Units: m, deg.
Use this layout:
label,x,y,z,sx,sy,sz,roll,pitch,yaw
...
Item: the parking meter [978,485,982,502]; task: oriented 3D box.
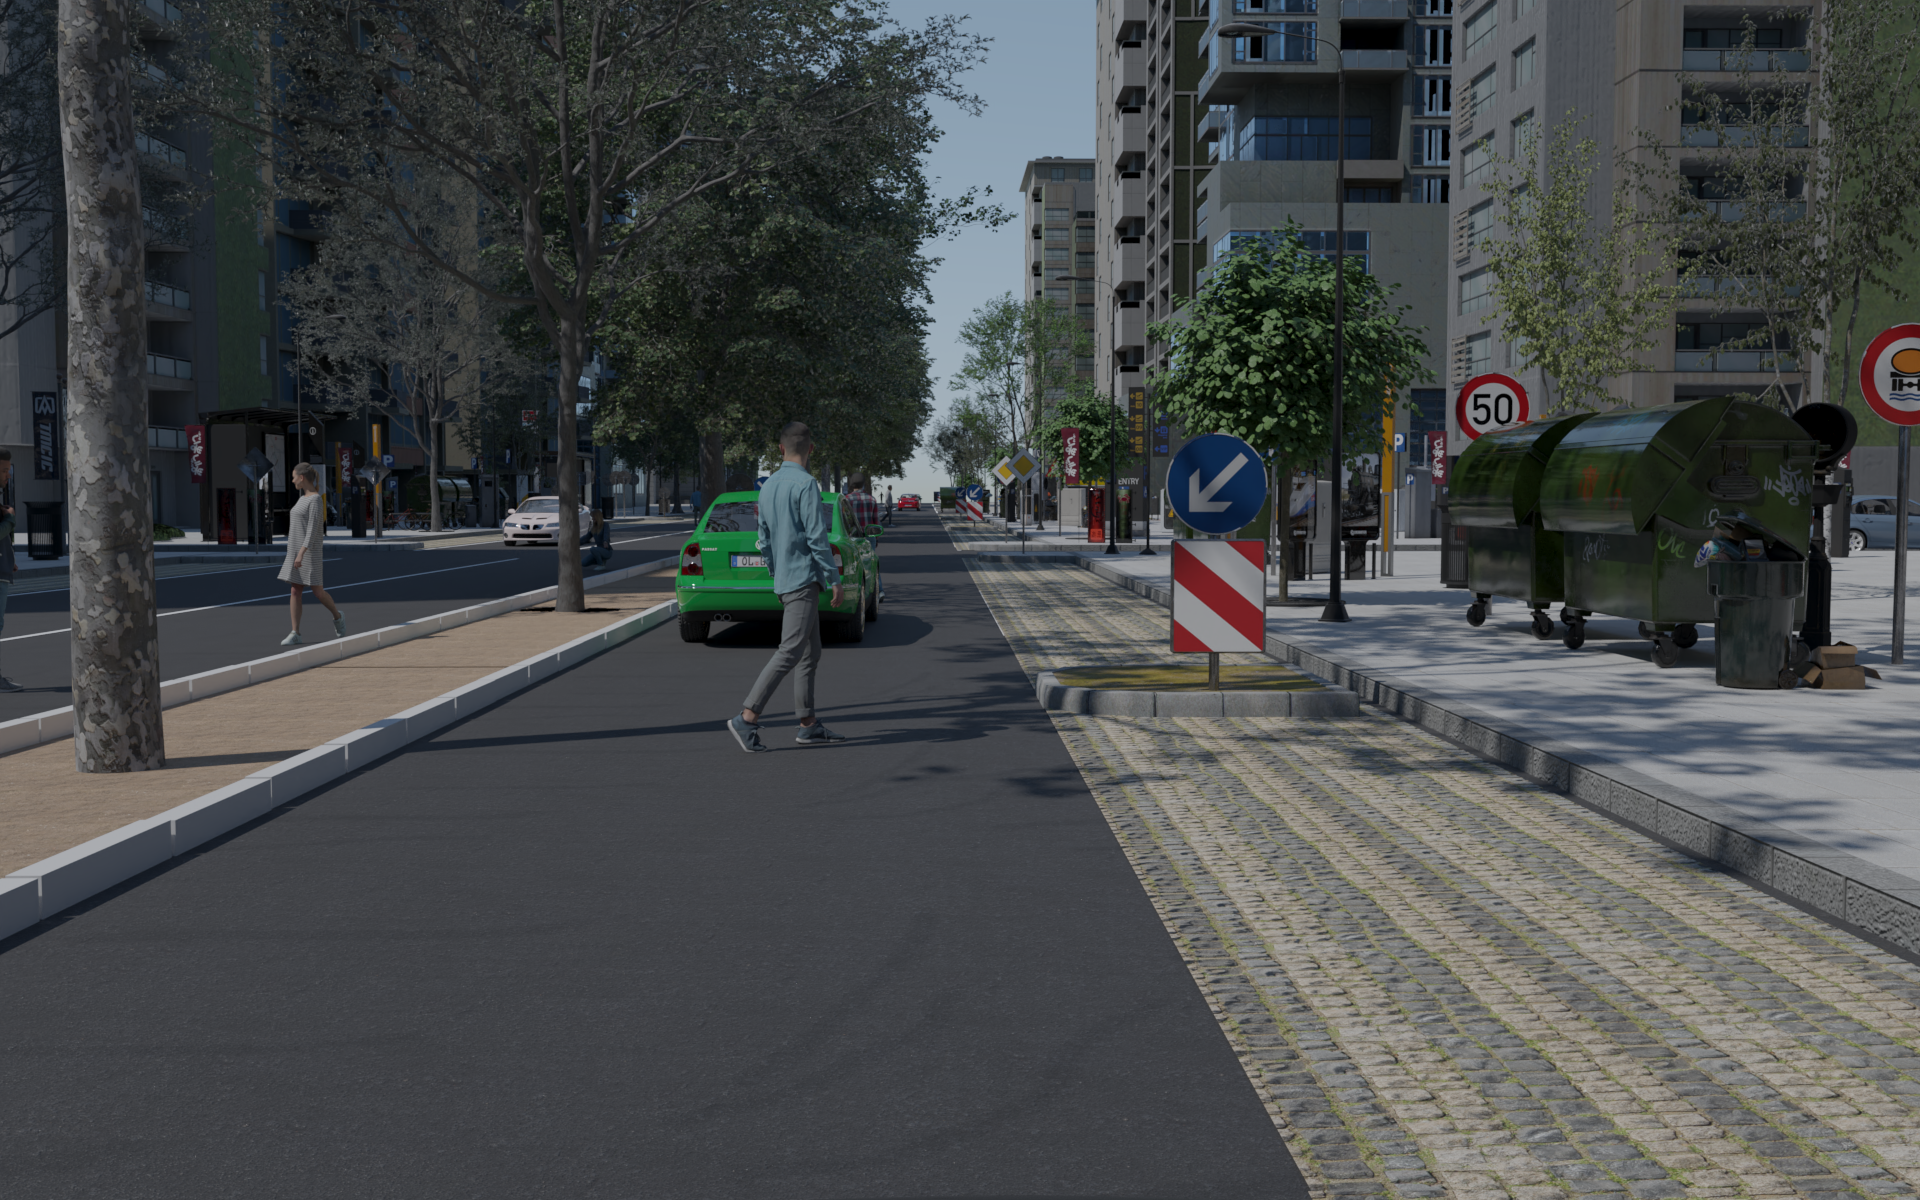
label,x,y,z,sx,sy,sz,roll,pitch,yaw
parking meter,1.358,-6.742,115.946,0.255,1.863,0.399,0,4,5

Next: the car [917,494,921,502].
label,x,y,z,sx,sy,sz,roll,pitch,yaw
car,-7.136,-16.453,277.796,1.959,1.807,4.718,0,4,-3

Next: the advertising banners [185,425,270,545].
label,x,y,z,sx,sy,sz,roll,pitch,yaw
advertising banners,-18.485,-2.905,43.678,2.074,3.025,0.090,0,4,1

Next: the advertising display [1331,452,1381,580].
label,x,y,z,sx,sy,sz,roll,pitch,yaw
advertising display,5.906,-1.262,25.843,0.974,1.923,0.123,-3,4,-37

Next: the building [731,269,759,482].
label,x,y,z,sx,sy,sz,roll,pitch,yaw
building,-39.145,-35.876,270.161,14.154,41.232,14.086,0,4,-1

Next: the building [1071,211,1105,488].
label,x,y,z,sx,sy,sz,roll,pitch,yaw
building,18.345,-24.889,178.630,14.160,30.474,14.107,0,4,-1

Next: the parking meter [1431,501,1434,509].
label,x,y,z,sx,sy,sz,roll,pitch,yaw
parking meter,17.274,-3.490,62.774,0.255,1.863,0.399,0,4,-7

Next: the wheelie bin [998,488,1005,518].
label,x,y,z,sx,sy,sz,roll,pitch,yaw
wheelie bin,2.521,-5.179,92.590,0.980,1.594,0.693,-2,4,-24

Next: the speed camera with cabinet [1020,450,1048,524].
label,x,y,z,sx,sy,sz,roll,pitch,yaw
speed camera with cabinet,3.183,-4.871,73.983,0.660,3.252,2.038,1,4,22

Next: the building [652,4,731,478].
label,x,y,z,sx,sy,sz,roll,pitch,yaw
building,-42.037,-49.737,251.448,20.563,71.187,20.611,0,4,-1

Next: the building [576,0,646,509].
label,x,y,z,sx,sy,sz,roll,pitch,yaw
building,-41.537,-51.963,162.265,22.319,86.520,31.000,0,4,-1

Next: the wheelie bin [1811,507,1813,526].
label,x,y,z,sx,sy,sz,roll,pitch,yaw
wheelie bin,36.100,-3.963,72.697,0.693,1.594,0.980,3,5,43

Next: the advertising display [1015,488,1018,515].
label,x,y,z,sx,sy,sz,roll,pitch,yaw
advertising display,3.676,-6.286,107.984,0.974,1.923,0.123,0,4,-2

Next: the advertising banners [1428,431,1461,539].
label,x,y,z,sx,sy,sz,roll,pitch,yaw
advertising banners,13.931,-3.152,47.718,2.074,3.025,0.090,1,4,9

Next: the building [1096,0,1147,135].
label,x,y,z,sx,sy,sz,roll,pitch,yaw
building,26.865,-34.710,156.742,28.713,52.752,27.495,0,4,-1

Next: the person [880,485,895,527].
label,x,y,z,sx,sy,sz,roll,pitch,yaw
person,-3.226,-4.159,76.344,0.795,1.843,0.661,0,4,3

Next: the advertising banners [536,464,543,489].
label,x,y,z,sx,sy,sz,roll,pitch,yaw
advertising banners,-24.265,-6.500,102.458,0.090,3.025,2.074,3,4,37

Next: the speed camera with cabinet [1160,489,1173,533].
label,x,y,z,sx,sy,sz,roll,pitch,yaw
speed camera with cabinet,7.635,-3.828,56.917,2.038,3.252,0.660,2,4,31

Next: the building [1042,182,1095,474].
label,x,y,z,sx,sy,sz,roll,pitch,yaw
building,17.718,-33.383,229.410,14.154,41.232,14.086,0,4,-1

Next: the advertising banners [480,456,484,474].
label,x,y,z,sx,sy,sz,roll,pitch,yaw
advertising banners,-21.852,-5.125,79.979,0.090,3.025,2.074,0,4,1

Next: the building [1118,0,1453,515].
label,x,y,z,sx,sy,sz,roll,pitch,yaw
building,22.071,-48.068,98.582,22.319,86.520,31.000,0,4,-1

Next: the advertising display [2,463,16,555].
label,x,y,z,sx,sy,sz,roll,pitch,yaw
advertising display,-19.987,-1.908,36.411,0.123,1.923,0.974,-1,4,-22

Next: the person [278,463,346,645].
label,x,y,z,sx,sy,sz,roll,pitch,yaw
person,-6.264,-0.454,16.676,0.466,1.731,0.760,1,4,17

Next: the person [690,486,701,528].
label,x,y,z,sx,sy,sz,roll,pitch,yaw
person,-10.982,-3.892,72.474,0.601,1.785,0.444,1,4,13

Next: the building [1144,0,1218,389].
label,x,y,z,sx,sy,sz,roll,pitch,yaw
building,23.503,-42.437,132.102,20.563,71.187,20.611,0,4,-1

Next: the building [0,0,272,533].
label,x,y,z,sx,sy,sz,roll,pitch,yaw
building,-34.251,-23.081,60.975,14.154,41.232,14.086,0,4,-1

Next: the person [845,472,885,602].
label,x,y,z,sx,sy,sz,roll,pitch,yaw
person,-1.300,-0.828,22.872,0.563,1.720,0.643,-2,4,-30

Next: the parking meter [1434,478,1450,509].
label,x,y,z,sx,sy,sz,roll,pitch,yaw
parking meter,15.686,-3.084,56.131,0.399,1.863,0.255,-1,4,-9

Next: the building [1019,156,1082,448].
label,x,y,z,sx,sy,sz,roll,pitch,yaw
building,24.046,-41.387,265.919,28.713,52.752,27.495,0,4,-1

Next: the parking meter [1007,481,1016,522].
label,x,y,z,sx,sy,sz,roll,pitch,yaw
parking meter,2.317,-4.485,79.040,0.399,1.863,0.255,-3,4,-37

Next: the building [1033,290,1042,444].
label,x,y,z,sx,sy,sz,roll,pitch,yaw
building,17.245,-28.961,245.210,14.160,30.474,14.107,0,4,-1

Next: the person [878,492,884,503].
label,x,y,z,sx,sy,sz,roll,pitch,yaw
person,-12.264,-15.990,269.963,1.348,1.821,0.705,3,5,42

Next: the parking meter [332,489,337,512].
label,x,y,z,sx,sy,sz,roll,pitch,yaw
parking meter,-25.504,-3.825,70.948,0.372,1.533,0.369,0,3,0

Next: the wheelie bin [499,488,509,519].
label,x,y,z,sx,sy,sz,roll,pitch,yaw
wheelie bin,-23.325,-4.897,87.976,0.693,1.594,0.980,0,4,2

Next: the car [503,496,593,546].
label,x,y,z,sx,sy,sz,roll,pitch,yaw
car,-11.693,-2.262,49.339,2.083,1.381,4.827,0,4,-2

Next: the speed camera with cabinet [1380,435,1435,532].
label,x,y,z,sx,sy,sz,roll,pitch,yaw
speed camera with cabinet,15.084,-3.942,58.787,0.660,3.252,2.038,-3,5,-45

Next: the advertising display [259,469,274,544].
label,x,y,z,sx,sy,sz,roll,pitch,yaw
advertising display,-17.795,-2.399,44.430,0.123,1.923,0.974,-2,4,-35

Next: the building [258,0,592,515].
label,x,y,z,sx,sy,sz,roll,pitch,yaw
building,-41.123,-29.299,133.664,22.147,44.769,28.867,0,4,-1

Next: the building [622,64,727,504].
label,x,y,z,sx,sy,sz,roll,pitch,yaw
building,-42.866,-41.924,227.448,21.231,58.520,28.212,0,4,-1

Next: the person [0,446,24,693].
label,x,y,z,sx,sy,sz,roll,pitch,yaw
person,-7.001,-0.219,12.420,0.623,1.781,0.721,2,4,33

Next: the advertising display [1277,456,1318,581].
label,x,y,z,sx,sy,sz,roll,pitch,yaw
advertising display,4.988,-1.248,25.612,0.123,1.923,0.974,3,5,40

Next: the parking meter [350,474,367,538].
label,x,y,z,sx,sy,sz,roll,pitch,yaw
parking meter,-17.609,-2.753,50.730,0.399,1.863,0.255,1,4,23

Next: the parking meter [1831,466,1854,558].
label,x,y,z,sx,sy,sz,roll,pitch,yaw
parking meter,17.726,-1.785,34.903,0.255,1.863,0.399,-2,4,-31

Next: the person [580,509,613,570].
label,x,y,z,sx,sy,sz,roll,pitch,yaw
person,-6.832,-1.137,32.587,0.738,1.151,1.012,-3,5,-45

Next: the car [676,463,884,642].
label,x,y,z,sx,sy,sz,roll,pitch,yaw
car,-1.808,-0.572,18.150,1.959,1.807,4.718,0,4,1

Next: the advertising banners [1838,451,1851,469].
label,x,y,z,sx,sy,sz,roll,pitch,yaw
advertising banners,24.235,-3.220,48.835,0.090,3.025,2.074,-2,4,-24

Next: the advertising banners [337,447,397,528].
label,x,y,z,sx,sy,sz,roll,pitch,yaw
advertising banners,-22.284,-4.216,65.125,2.074,3.025,0.090,-1,4,-15

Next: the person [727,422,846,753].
label,x,y,z,sx,sy,sz,roll,pitch,yaw
person,-0.994,-0.088,9.808,0.748,1.841,0.638,-1,4,-23

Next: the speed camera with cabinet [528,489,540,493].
label,x,y,z,sx,sy,sz,roll,pitch,yaw
speed camera with cabinet,-28.953,-7.555,117.852,0.660,3.252,2.038,1,4,11

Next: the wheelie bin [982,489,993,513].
label,x,y,z,sx,sy,sz,roll,pitch,yaw
wheelie bin,1.736,-6.672,116.993,0.980,1.594,0.693,0,4,6

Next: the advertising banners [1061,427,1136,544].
label,x,y,z,sx,sy,sz,roll,pitch,yaw
advertising banners,3.600,-3.000,45.235,2.074,3.025,0.090,2,4,24

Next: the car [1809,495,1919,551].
label,x,y,z,sx,sy,sz,roll,pitch,yaw
car,21.826,-1.760,40.773,4.499,1.417,2.014,0,4,-1

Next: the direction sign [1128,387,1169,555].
label,x,y,z,sx,sy,sz,roll,pitch,yaw
direction sign,3.980,-2.727,36.577,0.876,3.537,0.379,1,4,20

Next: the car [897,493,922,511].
label,x,y,z,sx,sy,sz,roll,pitch,yaw
car,-4.238,-8.313,144.953,2.155,1.783,4.494,0,4,1

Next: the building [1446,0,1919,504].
label,x,y,z,sx,sy,sz,roll,pitch,yaw
building,27.175,-23.281,64.232,14.086,41.232,14.154,0,4,-1
